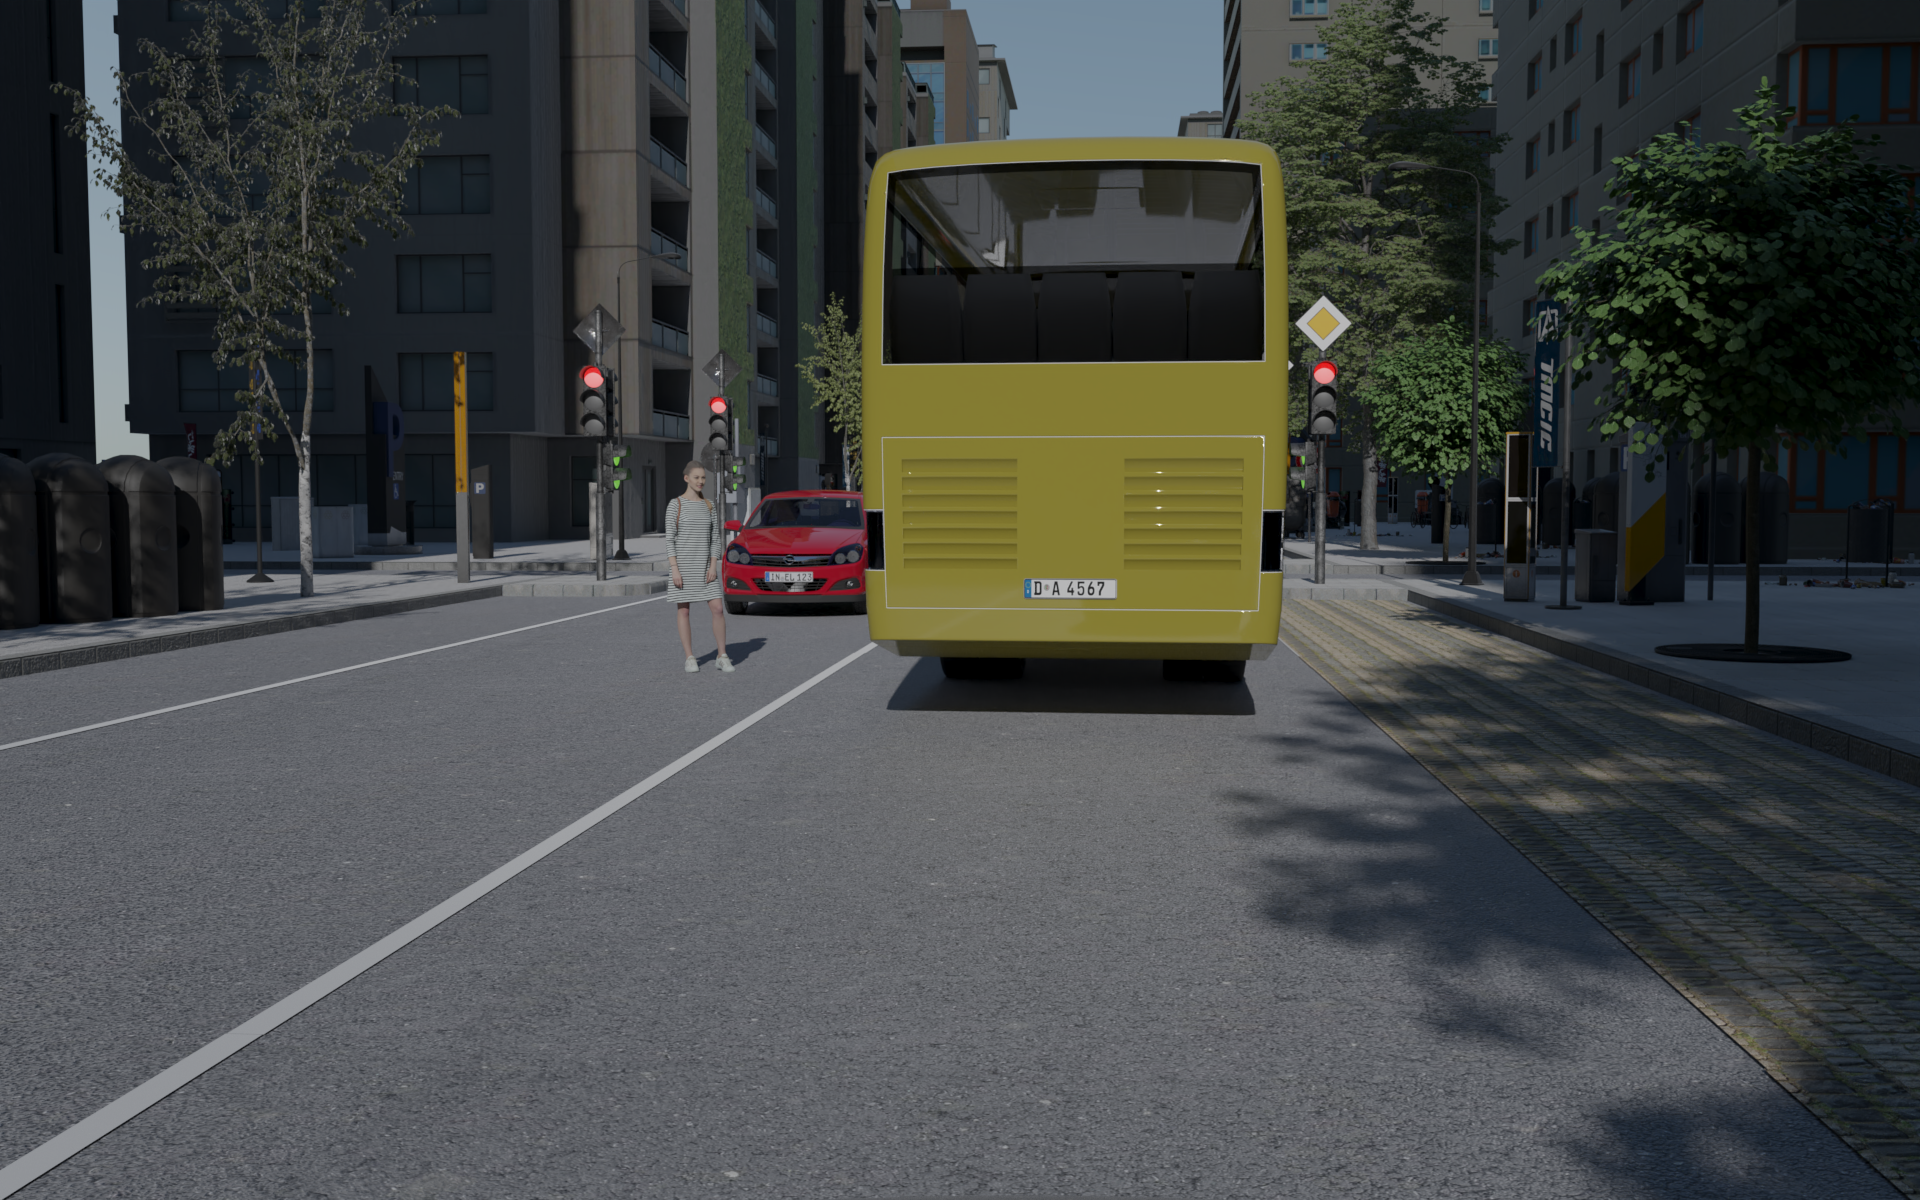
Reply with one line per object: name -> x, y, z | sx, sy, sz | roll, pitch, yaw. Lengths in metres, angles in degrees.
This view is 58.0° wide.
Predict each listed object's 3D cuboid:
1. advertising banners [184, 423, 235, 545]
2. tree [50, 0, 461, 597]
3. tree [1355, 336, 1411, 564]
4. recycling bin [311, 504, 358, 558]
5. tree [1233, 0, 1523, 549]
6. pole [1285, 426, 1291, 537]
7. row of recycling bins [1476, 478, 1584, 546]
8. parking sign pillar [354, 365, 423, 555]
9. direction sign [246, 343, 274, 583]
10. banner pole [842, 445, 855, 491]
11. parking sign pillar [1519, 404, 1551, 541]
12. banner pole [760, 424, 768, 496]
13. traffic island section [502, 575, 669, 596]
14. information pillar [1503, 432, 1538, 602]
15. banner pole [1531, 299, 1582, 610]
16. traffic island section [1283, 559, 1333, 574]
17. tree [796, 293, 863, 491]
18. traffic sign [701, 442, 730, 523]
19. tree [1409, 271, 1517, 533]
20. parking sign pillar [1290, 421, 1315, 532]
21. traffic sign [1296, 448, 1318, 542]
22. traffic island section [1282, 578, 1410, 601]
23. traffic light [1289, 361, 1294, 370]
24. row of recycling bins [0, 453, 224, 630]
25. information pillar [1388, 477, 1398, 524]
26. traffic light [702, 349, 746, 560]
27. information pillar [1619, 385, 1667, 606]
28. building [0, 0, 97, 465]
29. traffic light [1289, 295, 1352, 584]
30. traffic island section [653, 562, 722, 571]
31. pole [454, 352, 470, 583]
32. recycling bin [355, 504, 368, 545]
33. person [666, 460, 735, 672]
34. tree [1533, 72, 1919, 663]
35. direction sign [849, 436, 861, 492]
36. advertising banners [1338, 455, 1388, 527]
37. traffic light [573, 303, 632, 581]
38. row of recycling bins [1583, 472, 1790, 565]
advertising banners -> -18.821, -2.889, 43.424 | 0.090, 3.025, 2.074 | 1, 4, 8
tree -> -8.399, -4.343, 21.376 | 4.360, 8.622, 3.978 | 0, 3, 0
tree -> 8.869, -2.937, 31.726 | 4.285, 4.588, 4.351 | 0, 3, 0
recycling bin -> -12.720, -1.369, 34.942 | 0.722, 1.027, 0.722 | -3, 5, -43
tree -> 9.175, -7.437, 39.717 | 7.486, 12.596, 7.792 | 0, 3, 0
pole -> 9.690, -3.522, 51.425 | 0.158, 3.312, 0.155 | 0, 3, 0
row of recycling bins -> 14.693, -2.232, 43.610 | 3.534, 1.692, 1.069 | 3, 4, 36
parking sign pillar -> -12.257, -2.967, 36.977 | 1.447, 3.967, 1.447 | 0, 4, 0
direction sign -> -10.176, -2.023, 25.080 | 0.379, 3.537, 0.876 | -2, 4, -31
banner pole -> -4.904, -5.330, 77.166 | 0.863, 3.779, 0.401 | -3, 4, -39
parking sign pillar -> 15.948, -3.657, 48.265 | 1.447, 3.967, 1.447 | -1, 4, -10
banner pole -> -7.013, -4.406, 62.051 | 0.401, 3.779, 0.863 | -2, 4, -28
traffic island section -> -5.337, -0.209, 25.696 | 2.009, 0.180, 2.903 | 0, 4, 5
information pillar -> 6.691, -0.988, 20.654 | 0.304, 2.012, 0.304 | 2, 4, 34
banner pole -> 6.685, -1.802, 19.480 | 0.401, 3.779, 0.863 | -1, 4, -16
traffic island section -> 5.876, -0.638, 32.706 | 2.009, 0.180, 2.903 | 0, 4, 5
tree -> -3.905, -6.950, 63.995 | 4.737, 8.622, 4.395 | 0, 3, 0
traffic sign -> -5.853, -2.530, 41.472 | 0.768, 2.556, 0.104 | 1, 4, 13
tree -> 15.907, -6.469, 56.136 | 4.737, 8.622, 4.395 | 0, 3, 0
parking sign pillar -> 11.480, -4.309, 58.920 | 1.447, 3.967, 1.447 | -1, 4, -22
traffic sign -> 9.282, -2.803, 45.928 | 0.768, 2.556, 0.104 | 1, 4, 11
traffic island section -> 5.162, -0.151, 24.753 | 2.009, 0.180, 2.903 | 0, 4, 5
traffic light -> 5.837, -2.671, 32.596 | 0.839, 4.253, 0.868 | 0, 4, 5
row of recycling bins -> -8.918, -0.657, 17.859 | 1.069, 1.692, 3.534 | 1, 4, 15
information pillar -> 18.568, -4.268, 74.273 | 0.304, 2.012, 0.304 | -2, 4, -31
traffic light -> -4.584, -2.727, 33.511 | 0.839, 4.253, 0.868 | 0, 4, 5
information pillar -> 7.893, -1.747, 19.916 | 0.504, 3.616, 0.183 | -1, 4, -17
building -> -34.256, -16.828, 46.847 | 14.107, 30.474, 14.160 | 0, 4, 5
traffic light -> 5.123, -2.185, 24.643 | 0.839, 4.253, 0.868 | 0, 4, 5
traffic island section -> -4.623, -0.695, 33.649 | 2.009, 0.180, 2.903 | 0, 4, 5
pole -> -7.170, -1.902, 24.937 | 0.158, 3.312, 0.155 | 0, 3, 0
recycling bin -> -14.687, -1.857, 42.918 | 0.722, 1.027, 0.722 | -3, 4, -36
person -> -2.141, -0.274, 13.992 | 0.512, 1.701, 0.522 | -2, 4, -32
tree -> 6.304, -1.838, 13.769 | 4.285, 4.588, 4.351 | 0, 3, 0
direction sign -> -3.915, -4.653, 68.068 | 0.876, 3.537, 0.379 | 1, 4, 8
advertising banners -> 15.905, -4.413, 68.346 | 2.074, 3.025, 0.090 | 1, 4, 22
traffic light -> -5.298, -2.241, 25.558 | 0.839, 4.253, 0.868 | 0, 4, 5
row of recycling bins -> 13.478, -1.515, 31.875 | 3.534, 1.692, 1.069 | 0, 4, -2
